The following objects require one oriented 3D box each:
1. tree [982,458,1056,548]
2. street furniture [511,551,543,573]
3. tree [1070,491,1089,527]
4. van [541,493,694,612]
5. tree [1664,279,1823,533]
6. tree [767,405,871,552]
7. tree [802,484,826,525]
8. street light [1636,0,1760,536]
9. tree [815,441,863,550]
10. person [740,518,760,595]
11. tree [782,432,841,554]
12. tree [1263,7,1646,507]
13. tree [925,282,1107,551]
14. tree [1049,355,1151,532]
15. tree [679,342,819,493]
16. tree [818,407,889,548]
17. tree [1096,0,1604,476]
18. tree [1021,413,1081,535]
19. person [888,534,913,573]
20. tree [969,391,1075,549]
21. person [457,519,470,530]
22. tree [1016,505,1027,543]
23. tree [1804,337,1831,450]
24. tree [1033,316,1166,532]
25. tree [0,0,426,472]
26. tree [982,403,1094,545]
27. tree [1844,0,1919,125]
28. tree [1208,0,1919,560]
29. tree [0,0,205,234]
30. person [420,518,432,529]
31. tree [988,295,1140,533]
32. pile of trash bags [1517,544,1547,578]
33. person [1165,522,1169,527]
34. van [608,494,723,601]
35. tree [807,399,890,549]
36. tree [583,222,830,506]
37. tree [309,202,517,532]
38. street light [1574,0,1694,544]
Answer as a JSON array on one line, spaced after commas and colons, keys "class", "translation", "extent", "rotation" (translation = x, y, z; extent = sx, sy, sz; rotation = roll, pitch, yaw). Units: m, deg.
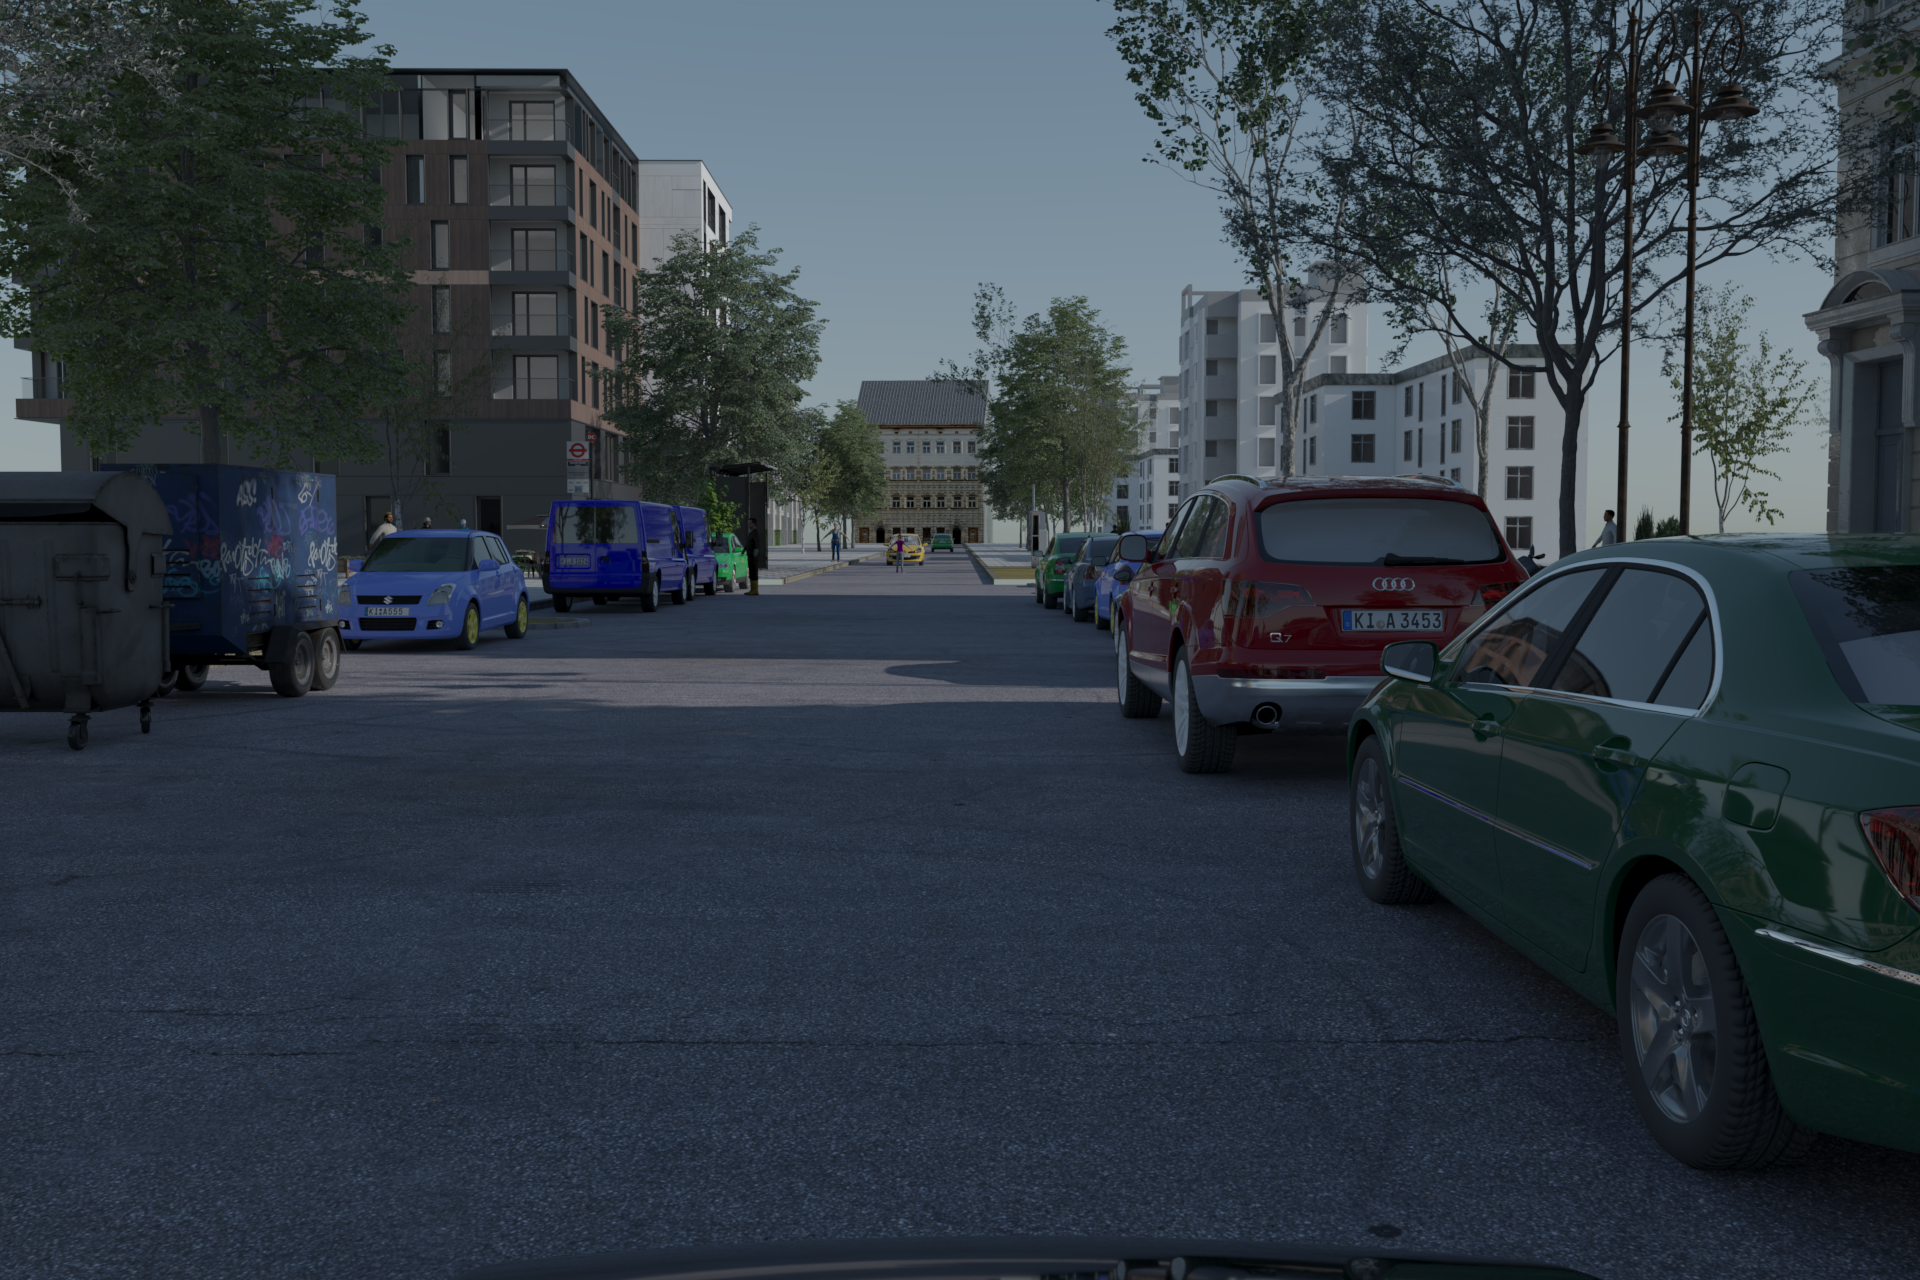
[{"class": "tree", "translation": [5.733, -13.554, 156.014], "extent": [8.767, 10.594, 7.601], "rotation": [3, 5, 44]}, {"class": "street furniture", "translation": [-13.561, -2.703, 59.827], "extent": [5.734, 0.657, 10.072], "rotation": [0, 4, -6]}, {"class": "tree", "translation": [18.776, -20.721, 245.440], "extent": [9.857, 13.997, 8.962], "rotation": [0, 3, 0]}, {"class": "van", "translation": [-6.501, -1.774, 33.391], "extent": [2.240, 2.365, 5.245], "rotation": [0, 4, 0]}, {"class": "tree", "translation": [22.150, -6.088, 49.897], "extent": [4.737, 8.622, 4.395], "rotation": [0, 3, 0]}, {"class": "tree", "translation": [-10.349, -11.666, 125.159], "extent": [8.767, 10.594, 7.601], "rotation": [-2, 4, -35]}, {"class": "tree", "translation": [-21.562, -18.730, 240.644], "extent": [7.601, 10.594, 8.767], "rotation": [0, 4, 7]}, {"class": "street light", "translation": [6.472, -2.605, 15.378], "extent": [0.468, 5.910, 1.993], "rotation": [0, 4, 0]}, {"class": "tree", "translation": [-9.545, -11.411, 136.924], "extent": [4.737, 8.622, 4.395], "rotation": [0, 3, 0]}, {"class": "person", "translation": [-4.881, -1.957, 40.593], "extent": [0.704, 1.812, 1.346], "rotation": [-1, 4, -21]}, {"class": "tree", "translation": [-10.107, -9.936, 112.818], "extent": [4.737, 8.622, 4.395], "rotation": [0, 3, 0]}, {"class": "tree", "translation": [17.907, -12.659, 62.866], "extent": [12.611, 20.169, 13.585], "rotation": [0, 3, 0]}, {"class": "tree", "translation": [4.038, -16.854, 131.456], "extent": [12.611, 20.169, 13.585], "rotation": [0, 3, 0]}, {"class": "tree", "translation": [5.415, -7.443, 72.054], "extent": [4.360, 8.622, 3.978], "rotation": [0, 3, 0]}, {"class": "tree", "translation": [-10.149, -9.039, 82.196], "extent": [7.601, 10.594, 8.767], "rotation": [0, 4, 3]}, {"class": "tree", "translation": [-9.920, -14.438, 154.195], "extent": [7.486, 12.596, 7.792], "rotation": [0, 3, 0]}, {"class": "tree", "translation": [9.908, -11.638, 46.164], "extent": [12.611, 20.169, 13.585], "rotation": [0, 3, 0]}, {"class": "tree", "translation": [5.261, -8.815, 94.492], "extent": [4.360, 8.622, 3.978], "rotation": [0, 3, 0]}, {"class": "person", "translation": [-2.190, -3.182, 63.752], "extent": [0.991, 1.433, 0.599], "rotation": [1, 4, 18]}, {"class": "tree", "translation": [5.725, -14.584, 145.096], "extent": [9.857, 13.997, 8.962], "rotation": [0, 3, 0]}, {"class": "person", "translation": [-18.130, -3.496, 63.293], "extent": [1.347, 1.817, 0.704], "rotation": [0, 4, 5]}, {"class": "tree", "translation": [8.889, -17.808, 241.528], "extent": [4.737, 8.622, 4.395], "rotation": [0, 3, 0]}, {"class": "tree", "translation": [27.851, -6.151, 50.939], "extent": [4.360, 8.622, 3.978], "rotation": [0, 3, 0]}, {"class": "tree", "translation": [4.122, -6.657, 59.204], "extent": [4.360, 8.622, 3.978], "rotation": [0, 3, 0]}, {"class": "tree", "translation": [-12.972, -6.765, 28.730], "extent": [7.486, 12.596, 7.792], "rotation": [0, 3, 0]}, {"class": "tree", "translation": [5.832, -11.001, 114.273], "extent": [8.767, 10.594, 7.601], "rotation": [0, 4, -7]}, {"class": "tree", "translation": [9.051, -6.255, 8.928], "extent": [9.857, 13.997, 8.962], "rotation": [0, 3, 0]}, {"class": "tree", "translation": [9.165, -7.062, 25.831], "extent": [12.009, 13.543, 11.850], "rotation": [0, 3, 0]}, {"class": "tree", "translation": [-12.462, -6.453, 15.872], "extent": [12.009, 13.543, 11.850], "rotation": [0, 3, 0]}, {"class": "person", "translation": [-18.602, -3.350, 60.553], "extent": [0.705, 1.856, 1.354], "rotation": [2, 4, 34]}, {"class": "tree", "translation": [4.935, -10.059, 82.595], "extent": [7.486, 12.596, 7.792], "rotation": [0, 3, 0]}, {"class": "pile of trash bags", "translation": [6.296, -0.740, 21.848], "extent": [1.912, 1.369, 3.447], "rotation": [0, 3, 0]}, {"class": "person", "translation": [9.567, -4.509, 79.872], "extent": [0.704, 1.843, 1.345], "rotation": [1, 4, 20]}, {"class": "van", "translation": [-6.644, -2.102, 38.757], "extent": [2.240, 2.365, 5.245], "rotation": [0, 4, 0]}, {"class": "tree", "translation": [-9.659, -13.881, 145.073], "extent": [7.486, 12.596, 7.792], "rotation": [0, 3, 0]}, {"class": "tree", "translation": [-10.017, -10.017, 70.427], "extent": [9.857, 13.997, 8.962], "rotation": [0, 3, 0]}, {"class": "tree", "translation": [-12.854, -5.422, 39.008], "extent": [4.360, 8.622, 3.978], "rotation": [0, 3, 0]}, {"class": "street light", "translation": [5.889, -2.601, 15.320], "extent": [0.468, 5.910, 1.993], "rotation": [0, 3, 0]}]
